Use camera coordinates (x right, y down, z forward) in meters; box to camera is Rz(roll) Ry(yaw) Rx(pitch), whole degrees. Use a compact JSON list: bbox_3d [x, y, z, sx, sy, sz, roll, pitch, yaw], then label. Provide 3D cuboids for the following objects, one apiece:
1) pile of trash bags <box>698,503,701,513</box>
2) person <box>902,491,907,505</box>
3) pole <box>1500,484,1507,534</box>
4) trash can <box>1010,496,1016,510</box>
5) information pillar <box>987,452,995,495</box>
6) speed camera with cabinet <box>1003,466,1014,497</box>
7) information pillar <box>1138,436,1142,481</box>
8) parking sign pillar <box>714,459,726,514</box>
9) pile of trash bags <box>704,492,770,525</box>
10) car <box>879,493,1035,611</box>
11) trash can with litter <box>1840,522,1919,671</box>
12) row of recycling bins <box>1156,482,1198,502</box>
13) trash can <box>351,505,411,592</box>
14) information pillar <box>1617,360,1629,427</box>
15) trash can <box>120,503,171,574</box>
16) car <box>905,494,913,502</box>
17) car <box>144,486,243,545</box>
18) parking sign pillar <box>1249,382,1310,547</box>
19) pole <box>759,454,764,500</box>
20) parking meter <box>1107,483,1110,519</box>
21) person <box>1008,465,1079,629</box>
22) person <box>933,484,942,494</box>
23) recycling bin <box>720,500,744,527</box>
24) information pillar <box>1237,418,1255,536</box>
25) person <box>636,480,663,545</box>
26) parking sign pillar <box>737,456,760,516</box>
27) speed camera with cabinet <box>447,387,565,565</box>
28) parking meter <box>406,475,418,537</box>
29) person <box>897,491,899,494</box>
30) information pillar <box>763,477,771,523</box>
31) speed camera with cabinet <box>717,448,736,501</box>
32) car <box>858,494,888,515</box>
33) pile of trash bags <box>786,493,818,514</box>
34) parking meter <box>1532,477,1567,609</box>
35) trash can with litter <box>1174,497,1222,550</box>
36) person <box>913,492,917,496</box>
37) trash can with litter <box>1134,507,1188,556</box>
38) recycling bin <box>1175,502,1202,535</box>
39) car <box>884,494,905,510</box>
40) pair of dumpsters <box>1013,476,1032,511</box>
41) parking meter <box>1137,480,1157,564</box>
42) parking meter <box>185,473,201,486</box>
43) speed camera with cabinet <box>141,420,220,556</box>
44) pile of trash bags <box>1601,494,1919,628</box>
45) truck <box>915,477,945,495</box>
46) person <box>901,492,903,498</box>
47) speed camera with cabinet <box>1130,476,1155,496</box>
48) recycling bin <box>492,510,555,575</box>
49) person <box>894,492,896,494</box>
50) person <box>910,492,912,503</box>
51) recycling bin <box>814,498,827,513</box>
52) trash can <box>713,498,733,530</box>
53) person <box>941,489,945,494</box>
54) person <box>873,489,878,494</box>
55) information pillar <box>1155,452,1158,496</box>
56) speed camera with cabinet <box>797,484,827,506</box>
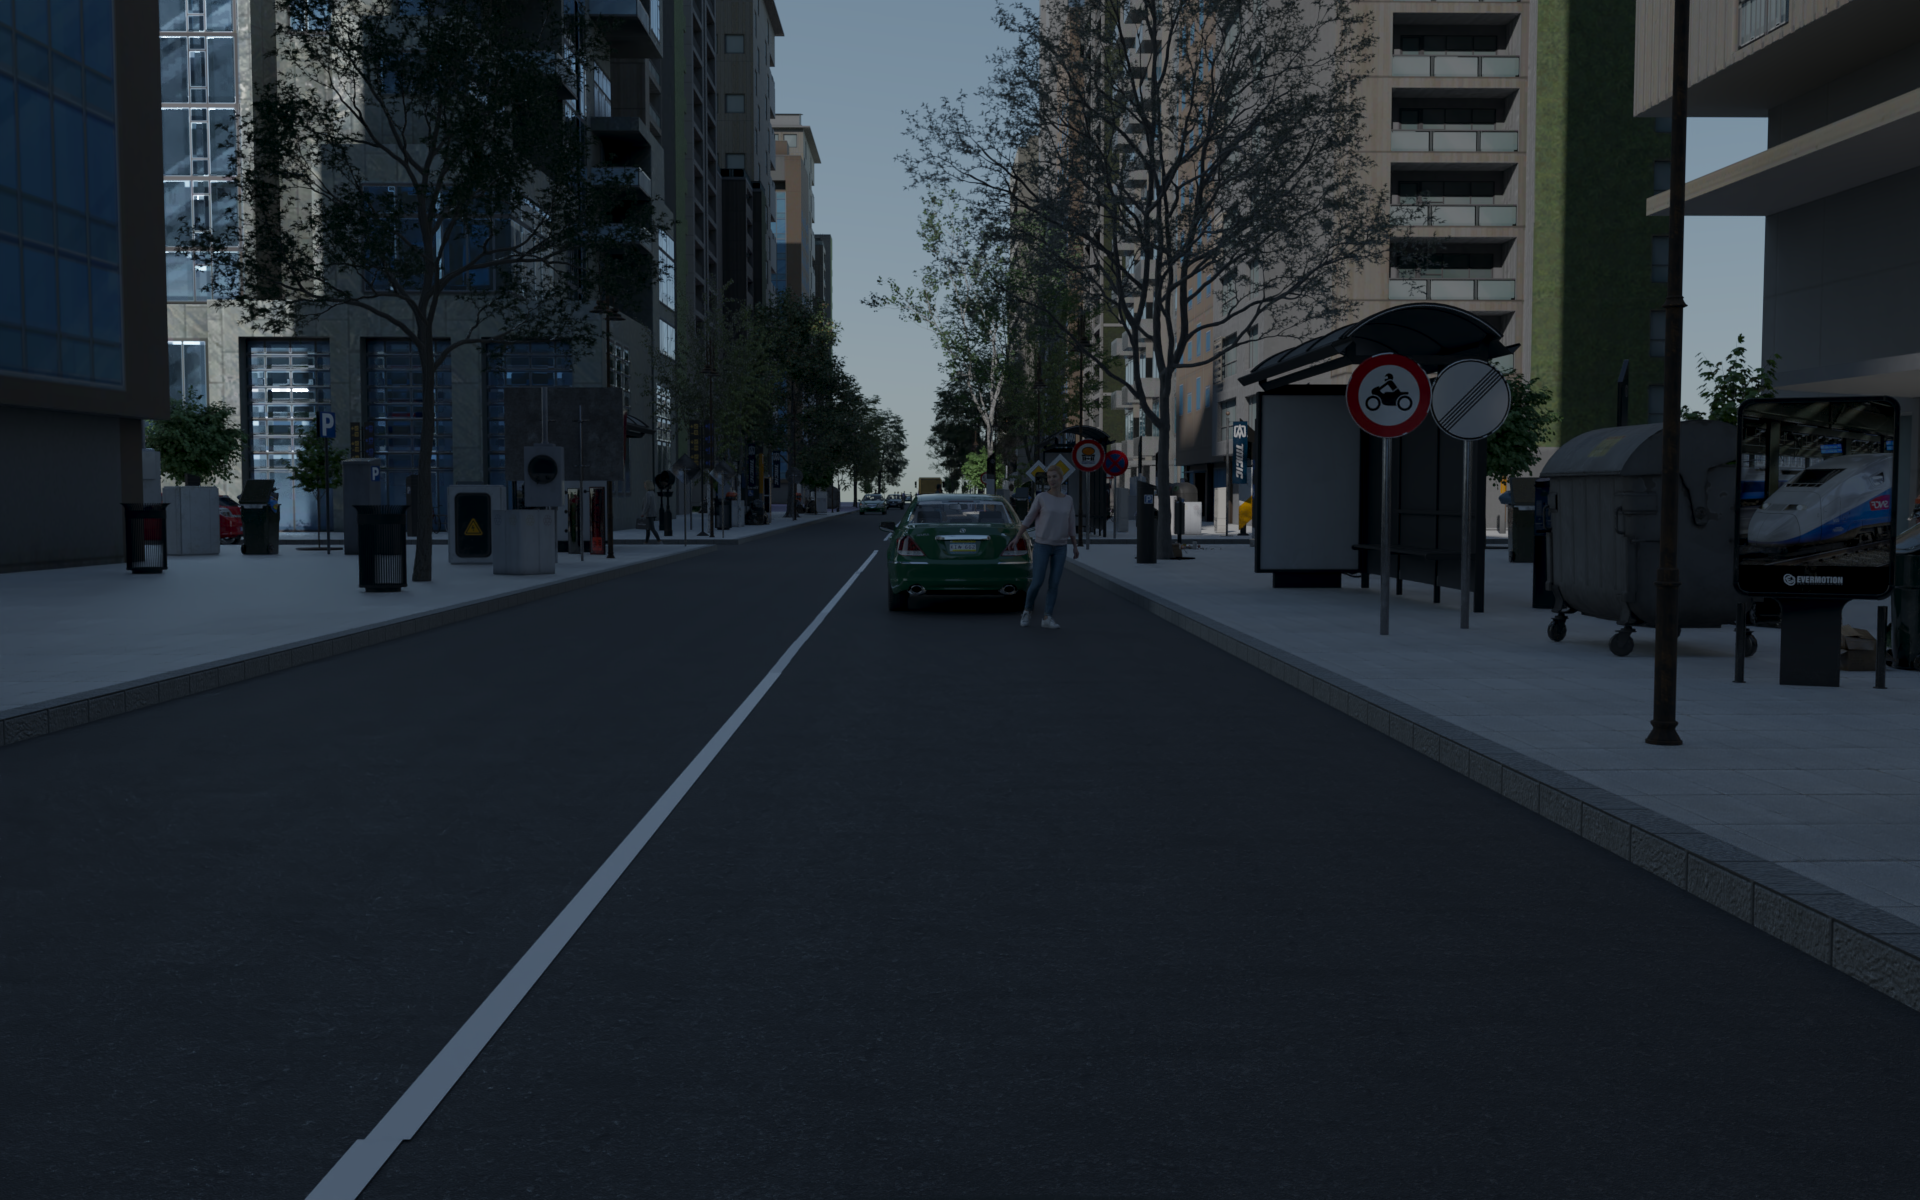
[{"bbox_3d":[-15.709,-6.388,114.199,3.447,1.369,1.912,3,5,45],"label":"pile of trash bags"},{"bbox_3d":[-7.206,-13.286,225.597,0.709,1.838,0.599,-3,5,-45],"label":"person"},{"bbox_3d":[17.545,-3.794,55.883,0.158,3.312,0.155,0,3,0],"label":"pole"},{"bbox_3d":[3.102,-5.674,104.421,0.748,1.137,0.748,0,3,0],"label":"trash can"},{"bbox_3d":[1.705,-6.309,94.499,0.504,3.616,0.183,0,4,-4],"label":"information pillar"},{"bbox_3d":[2.921,-7.723,120.600,0.660,3.252,2.038,3,5,44],"label":"speed camera with cabinet"},{"bbox_3d":[7.239,-4.789,69.656,0.183,3.616,0.504,0,4,-4],"label":"information pillar"},{"bbox_3d":[-14.924,-7.335,108.395,1.447,3.967,1.447,1,4,9],"label":"parking sign pillar"},{"bbox_3d":[-9.006,-3.754,71.134,1.912,1.369,3.447,0,4,7],"label":"pile of trash bags"},{"bbox_3d":[-0.012,-0.666,22.687,2.131,1.459,4.920,0,4,-1],"label":"car"},{"bbox_3d":[6.838,-0.073,12.588,1.055,1.170,0.624,0,4,-3],"label":"trash can with litter"},{"bbox_3d":[7.819,-3.372,62.240,1.069,1.692,3.534,0,4,-5],"label":"row of recycling bins"},{"bbox_3d":[-7.589,-0.679,22.758,0.748,1.137,0.748,0,3,0],"label":"trash can"},{"bbox_3d":[11.496,-2.370,30.102,0.183,3.616,0.504,2,4,33],"label":"information pillar"},{"bbox_3d":[-13.126,-0.996,27.938,0.748,1.137,0.748,0,3,0],"label":"trash can"},{"bbox_3d":[-8.714,-16.606,283.311,2.131,1.459,4.920,0,4,-2],"label":"car"},{"bbox_3d":[-21.286,-2.269,46.131,4.494,1.783,2.155,0,4,-1],"label":"car"},{"bbox_3d":[7.778,-3.277,42.045,1.447,3.967,1.447,0,3,0],"label":"parking sign pillar"},{"bbox_3d":[-10.015,-5.724,87.435,0.158,3.312,0.155,0,3,0],"label":"pole"},{"bbox_3d":[7.582,-5.149,89.895,0.399,1.863,0.255,-2,4,-35],"label":"parking meter"},{"bbox_3d":[0.844,-0.575,18.570,0.731,1.740,0.598,-2,4,-28],"label":"person"},{"bbox_3d":[-0.845,-3.619,67.650,0.713,1.824,0.794,1,4,14],"label":"person"},{"bbox_3d":[-8.964,-3.395,68.062,0.722,1.027,0.722,2,4,35],"label":"recycling bin"},{"bbox_3d":[8.819,-3.791,53.344,0.504,3.616,0.183,0,4,-3],"label":"information pillar"},{"bbox_3d":[-8.141,-2.246,45.403,0.728,1.800,0.709,1,4,10],"label":"person"},{"bbox_3d":[-12.337,-6.898,101.261,1.447,3.967,1.447,-2,4,-32],"label":"parking sign pillar"},{"bbox_3d":[-8.319,-2.288,31.750,2.038,3.252,0.660,0,4,-7],"label":"speed camera with cabinet"},{"bbox_3d":[-16.457,-2.836,52.085,0.255,1.863,0.399,-3,5,-45],"label":"parking meter"},{"bbox_3d":[-7.563,-12.653,215.904,0.750,1.759,0.617,0,4,5],"label":"person"},{"bbox_3d":[-8.504,-4.403,76.474,0.304,2.012,0.304,0,4,5],"label":"information pillar"},{"bbox_3d":[-10.176,-4.964,75.500,0.660,3.252,2.038,0,4,-1],"label":"speed camera with cabinet"},{"bbox_3d":[-6.084,-6.702,121.378,2.131,1.459,4.920,0,4,-1],"label":"car"},{"bbox_3d":[-10.463,-6.362,113.778,1.912,1.369,3.447,-1,4,-13],"label":"pile of trash bags"},{"bbox_3d":[6.631,-0.674,19.429,0.372,1.533,0.369,0,3,0],"label":"parking meter"},{"bbox_3d":[5.265,-1.826,40.917,1.678,1.210,2.233,0,4,3],"label":"trash can with litter"},{"bbox_3d":[-7.005,-16.268,275.205,1.217,1.736,0.721,-1,4,-20],"label":"person"},{"bbox_3d":[4.108,-1.472,35.449,1.055,1.170,0.624,0,4,-1],"label":"trash can with litter"},{"bbox_3d":[7.190,-2.569,54.550,0.722,1.027,0.722,0,4,-3],"label":"recycling bin"},{"bbox_3d":[-6.102,-9.251,161.040,2.009,1.686,4.222,0,4,1],"label":"car"},{"bbox_3d":[3.848,-5.717,95.959,1.574,2.255,4.437,0,4,-1],"label":"pair of dumpsters"},{"bbox_3d":[3.455,-1.443,32.009,0.372,1.533,0.369,0,3,0],"label":"parking meter"},{"bbox_3d":[-21.833,-2.670,49.359,0.255,1.863,0.399,3,5,44],"label":"parking meter"},{"bbox_3d":[-16.404,-2.540,35.861,0.660,3.252,2.038,2,4,29],"label":"speed camera with cabinet"},{"bbox_3d":[8.157,-0.449,17.087,3.447,1.369,1.912,1,4,15],"label":"pile of trash bags"},{"bbox_3d":[-3.399,-12.250,196.210,3.469,3.379,9.791,0,4,-2],"label":"truck"},{"bbox_3d":[-9.150,-16.123,272.919,0.445,1.727,0.742,-1,4,-13],"label":"person"},{"bbox_3d":[9.763,-5.867,90.267,2.038,3.252,0.660,-3,4,-37],"label":"speed camera with cabinet"},{"bbox_3d":[-6.986,-0.928,27.735,0.722,1.027,0.722,3,4,36],"label":"recycling bin"},{"bbox_3d":[-9.958,-15.752,266.048,0.705,1.824,1.348,2,4,28],"label":"person"},{"bbox_3d":[-6.437,-13.533,230.587,0.721,1.723,1.217,0,4,-4],"label":"person"},{"bbox_3d":[-9.356,-6.341,116.221,0.722,1.027,0.722,-1,4,-16],"label":"recycling bin"},{"bbox_3d":[-8.459,-3.071,61.871,0.748,1.137,0.748,0,3,0],"label":"trash can"},{"bbox_3d":[-1.424,-7.828,136.505,1.348,1.821,0.705,0,4,-2],"label":"person"},{"bbox_3d":[-6.668,-7.876,137.415,1.348,1.807,0.705,-1,4,-20],"label":"person"},{"bbox_3d":[9.604,-5.599,82.900,0.504,3.616,0.183,1,4,18],"label":"information pillar"},{"bbox_3d":[-10.049,-7.546,117.719,2.038,3.252,0.660,-2,4,-33],"label":"speed camera with cabinet"}]
